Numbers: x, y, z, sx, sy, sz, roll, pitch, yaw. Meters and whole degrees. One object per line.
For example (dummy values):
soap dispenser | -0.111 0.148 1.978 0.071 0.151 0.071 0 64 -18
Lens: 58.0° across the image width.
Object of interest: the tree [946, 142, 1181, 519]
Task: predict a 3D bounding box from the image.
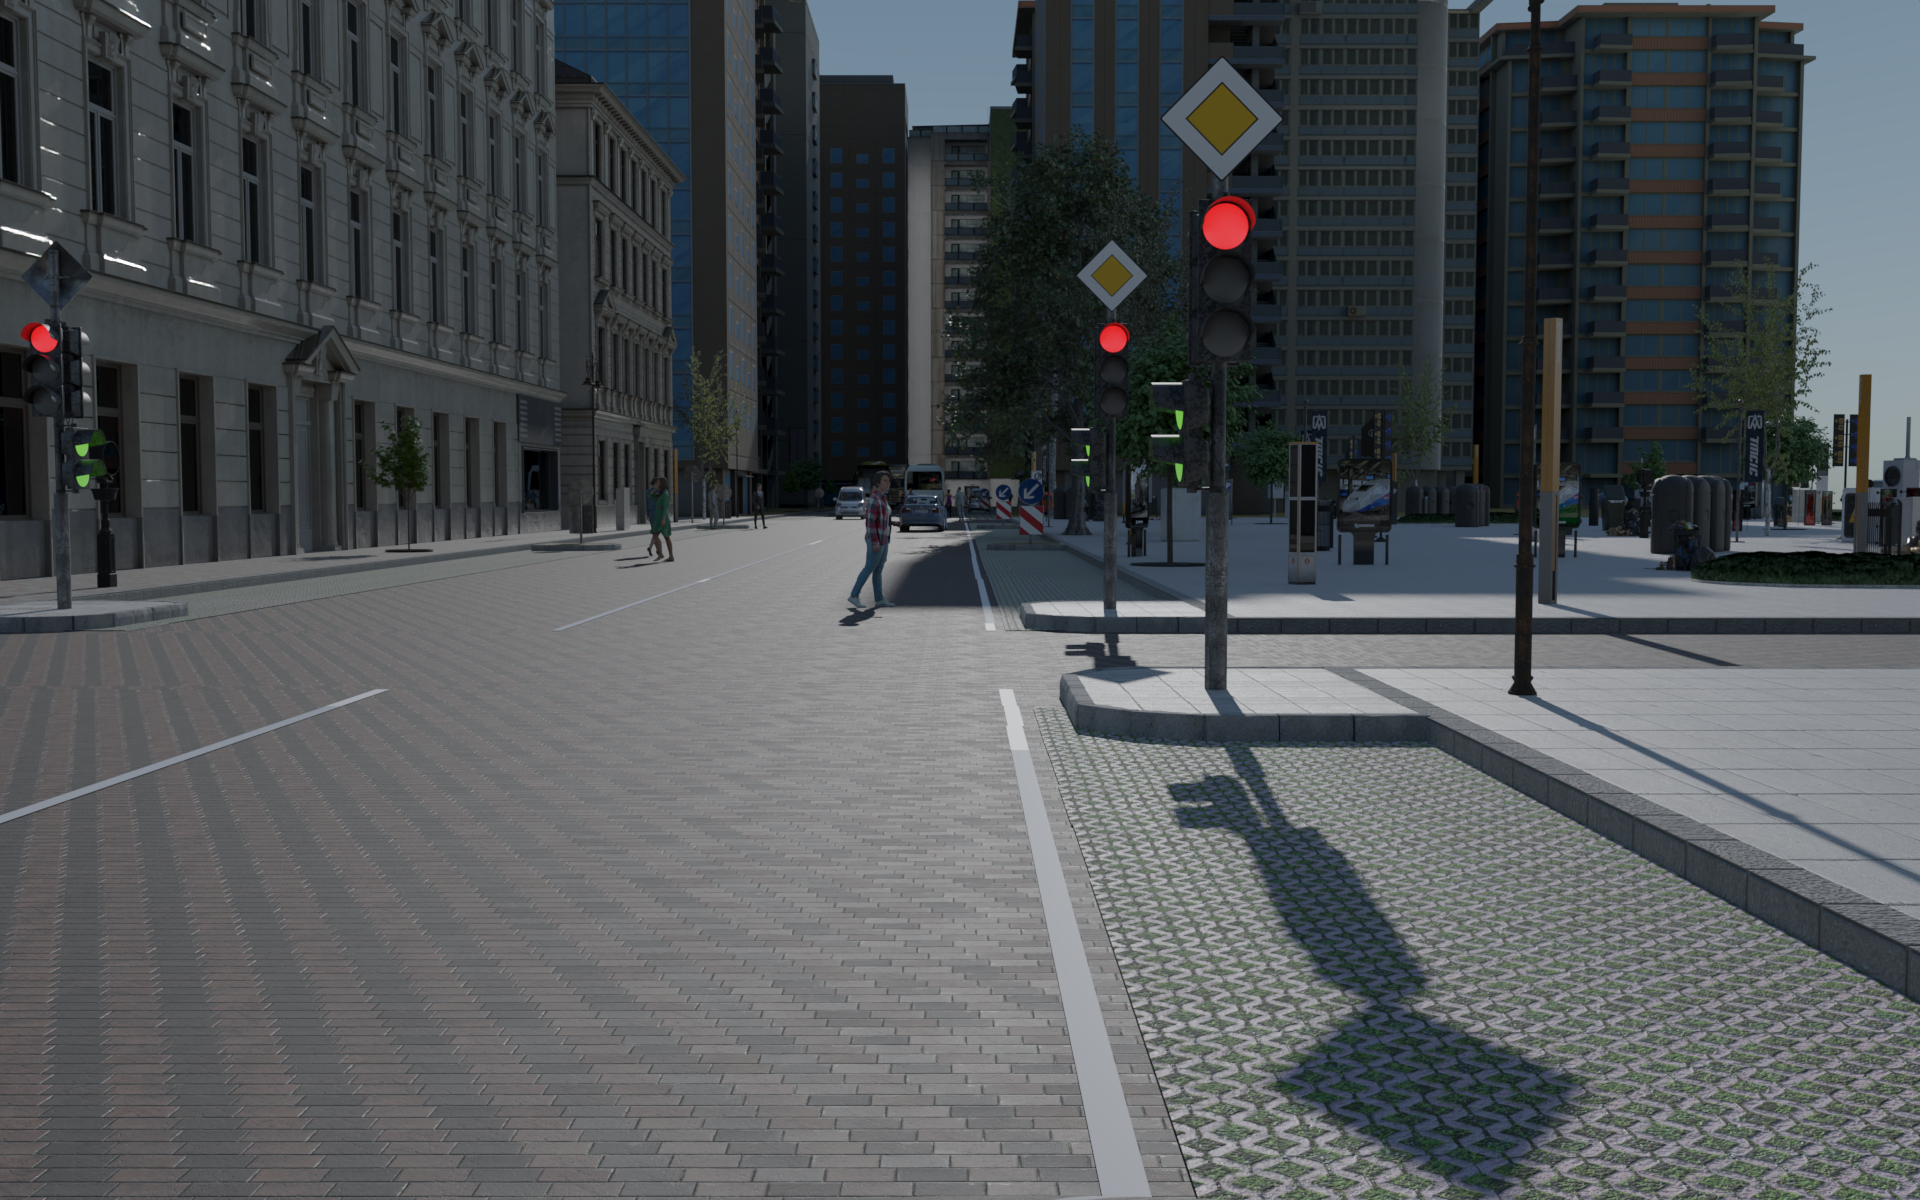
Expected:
tree | 5.620 -14.414 91.550 12.611 20.169 13.585 0 3 0

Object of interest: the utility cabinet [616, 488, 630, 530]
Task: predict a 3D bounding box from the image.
utility cabinet | -11.951 -3.221 61.341 0.318 1.500 1.173 0 4 -1

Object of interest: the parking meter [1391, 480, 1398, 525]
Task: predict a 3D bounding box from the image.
parking meter | 18.129 -4.090 72.587 0.399 1.863 0.255 -3 4 -36

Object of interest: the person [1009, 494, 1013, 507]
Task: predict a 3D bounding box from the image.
person | 5.083 -10.284 176.267 0.705 1.869 1.348 3 4 37

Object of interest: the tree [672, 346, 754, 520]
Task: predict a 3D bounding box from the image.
tree | -12.648 -8.360 87.049 4.360 8.622 3.978 0 3 0

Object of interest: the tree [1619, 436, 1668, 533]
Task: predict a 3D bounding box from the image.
tree | 22.844 -3.816 56.996 1.663 3.219 1.824 0 3 0

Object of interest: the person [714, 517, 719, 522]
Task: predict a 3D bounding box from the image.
person | -10.513 -3.693 73.889 0.505 1.210 0.382 3 5 40

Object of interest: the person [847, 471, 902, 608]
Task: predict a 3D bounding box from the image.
person | -1.078 -0.772 21.957 0.643 1.720 0.563 1 4 11

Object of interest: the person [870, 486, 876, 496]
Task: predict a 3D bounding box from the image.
person | -4.425 -4.904 88.661 0.573 1.828 0.580 -1 4 -22

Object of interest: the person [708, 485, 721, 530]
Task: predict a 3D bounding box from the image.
person | -9.871 -3.713 69.307 0.391 1.810 0.635 -3 4 -36

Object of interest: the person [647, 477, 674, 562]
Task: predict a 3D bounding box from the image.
person | -6.267 -1.702 36.574 0.529 1.795 0.600 -2 4 -32

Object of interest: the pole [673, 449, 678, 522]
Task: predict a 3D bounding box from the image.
pole | -12.867 -5.165 78.294 0.158 3.312 0.155 0 3 0

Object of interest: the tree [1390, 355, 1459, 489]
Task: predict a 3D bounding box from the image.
tree | 24.303 -8.665 92.041 4.737 8.622 4.395 0 3 0

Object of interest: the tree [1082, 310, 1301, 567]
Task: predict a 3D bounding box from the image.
tree | 3.867 -2.894 31.039 4.285 4.588 4.351 0 3 0

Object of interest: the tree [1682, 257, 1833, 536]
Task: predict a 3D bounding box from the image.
tree | 24.618 -6.275 52.963 4.737 8.622 4.395 0 3 0

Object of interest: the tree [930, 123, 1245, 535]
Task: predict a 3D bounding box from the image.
tree | 3.766 -8.377 53.964 9.611 12.733 9.660 0 3 0

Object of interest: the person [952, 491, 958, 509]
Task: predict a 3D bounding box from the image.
person | -0.230 -9.569 164.962 0.705 1.824 1.348 3 5 42

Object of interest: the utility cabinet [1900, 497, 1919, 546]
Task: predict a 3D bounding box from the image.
utility cabinet | 22.045 -1.762 39.971 1.020 1.237 0.306 -3 4 -37

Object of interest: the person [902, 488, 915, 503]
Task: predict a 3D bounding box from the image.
person | -2.996 -5.896 104.879 0.705 1.826 1.348 -3 5 -43

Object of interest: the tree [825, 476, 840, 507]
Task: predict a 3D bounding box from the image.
tree | -12.932 -10.821 171.530 1.663 3.219 1.824 0 3 0

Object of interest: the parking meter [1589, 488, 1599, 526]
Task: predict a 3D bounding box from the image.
parking meter | 25.558 -3.756 69.827 0.372 1.533 0.369 0 3 0

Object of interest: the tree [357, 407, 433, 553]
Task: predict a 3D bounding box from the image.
tree | -12.224 -2.683 38.476 1.663 3.219 1.824 0 3 0

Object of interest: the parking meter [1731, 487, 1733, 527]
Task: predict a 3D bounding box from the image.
parking meter | 24.829 -2.920 56.156 0.372 1.533 0.369 0 3 0

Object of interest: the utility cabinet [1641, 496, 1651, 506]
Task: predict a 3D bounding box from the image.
utility cabinet | 27.689 -3.589 69.849 0.306 1.237 1.020 1 4 11

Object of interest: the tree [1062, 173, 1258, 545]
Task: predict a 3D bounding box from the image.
tree | 4.513 -5.507 40.407 4.360 8.622 3.978 0 3 0

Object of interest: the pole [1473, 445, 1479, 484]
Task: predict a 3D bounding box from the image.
pole | 21.282 -4.750 71.513 0.158 3.312 0.155 0 3 0

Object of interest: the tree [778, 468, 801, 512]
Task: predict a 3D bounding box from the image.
tree | -12.281 -7.973 124.962 1.663 3.219 1.824 0 3 0

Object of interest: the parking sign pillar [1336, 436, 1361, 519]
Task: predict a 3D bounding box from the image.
parking sign pillar | 18.268 -5.637 80.638 1.447 3.967 1.447 0 4 -2

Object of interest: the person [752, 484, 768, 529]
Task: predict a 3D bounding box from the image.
person | -8.192 -3.838 71.020 0.659 1.850 0.755 -3 5 -39

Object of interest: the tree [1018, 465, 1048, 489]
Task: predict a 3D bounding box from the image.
tree | 4.266 -6.501 100.894 1.663 3.219 1.824 0 3 0

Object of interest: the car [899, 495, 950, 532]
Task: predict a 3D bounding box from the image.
car | -1.418 -3.400 67.597 2.014 1.417 4.499 0 4 1

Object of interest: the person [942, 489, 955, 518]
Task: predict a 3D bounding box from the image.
person | -0.598 -5.715 102.616 1.217 1.739 0.721 -3 4 -38

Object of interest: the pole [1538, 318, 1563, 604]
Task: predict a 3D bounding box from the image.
pole | 6.880 -1.611 20.183 0.158 3.312 0.155 0 3 0

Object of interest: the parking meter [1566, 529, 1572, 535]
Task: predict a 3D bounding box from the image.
parking meter | 18.896 -2.953 53.991 0.399 1.863 0.255 -2 4 -29

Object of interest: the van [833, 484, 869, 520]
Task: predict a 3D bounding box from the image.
van | -6.184 -5.607 98.687 2.013 2.044 4.112 0 4 -1

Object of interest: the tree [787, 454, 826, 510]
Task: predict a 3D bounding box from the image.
tree | -12.501 -9.641 141.351 4.285 4.588 4.351 0 3 0

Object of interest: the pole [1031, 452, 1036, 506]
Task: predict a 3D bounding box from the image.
pole | 3.545 -5.477 83.385 0.158 3.312 0.155 0 3 0

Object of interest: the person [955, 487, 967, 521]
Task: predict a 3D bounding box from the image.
person | 0.015 -5.037 90.952 0.635 1.810 0.391 -3 5 -42

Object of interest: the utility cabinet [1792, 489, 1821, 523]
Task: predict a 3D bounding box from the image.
utility cabinet | 37.636 -4.178 76.991 1.173 1.500 0.318 0 4 -7

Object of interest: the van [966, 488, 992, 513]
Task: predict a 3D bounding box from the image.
van | 1.414 -7.500 129.637 2.013 2.044 4.112 0 4 -1

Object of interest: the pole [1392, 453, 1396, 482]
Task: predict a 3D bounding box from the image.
pole | 21.479 -5.618 85.692 0.158 3.312 0.155 0 3 0

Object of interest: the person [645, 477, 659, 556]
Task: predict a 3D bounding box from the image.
person | -7.122 -1.944 40.307 0.581 1.822 0.654 3 4 38

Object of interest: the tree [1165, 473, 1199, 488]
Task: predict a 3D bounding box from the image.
tree | 9.670 -4.860 74.056 1.663 3.219 1.824 0 3 0

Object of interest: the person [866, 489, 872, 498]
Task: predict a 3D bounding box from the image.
person | -6.195 -6.707 118.696 0.750 1.759 0.617 -1 4 -16

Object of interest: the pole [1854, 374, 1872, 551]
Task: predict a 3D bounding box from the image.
pole | 15.415 -2.186 29.581 0.158 3.312 0.155 0 3 0

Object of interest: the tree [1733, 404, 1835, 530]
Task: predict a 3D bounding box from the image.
tree | 29.654 -4.787 61.974 4.285 4.588 4.351 0 3 0
